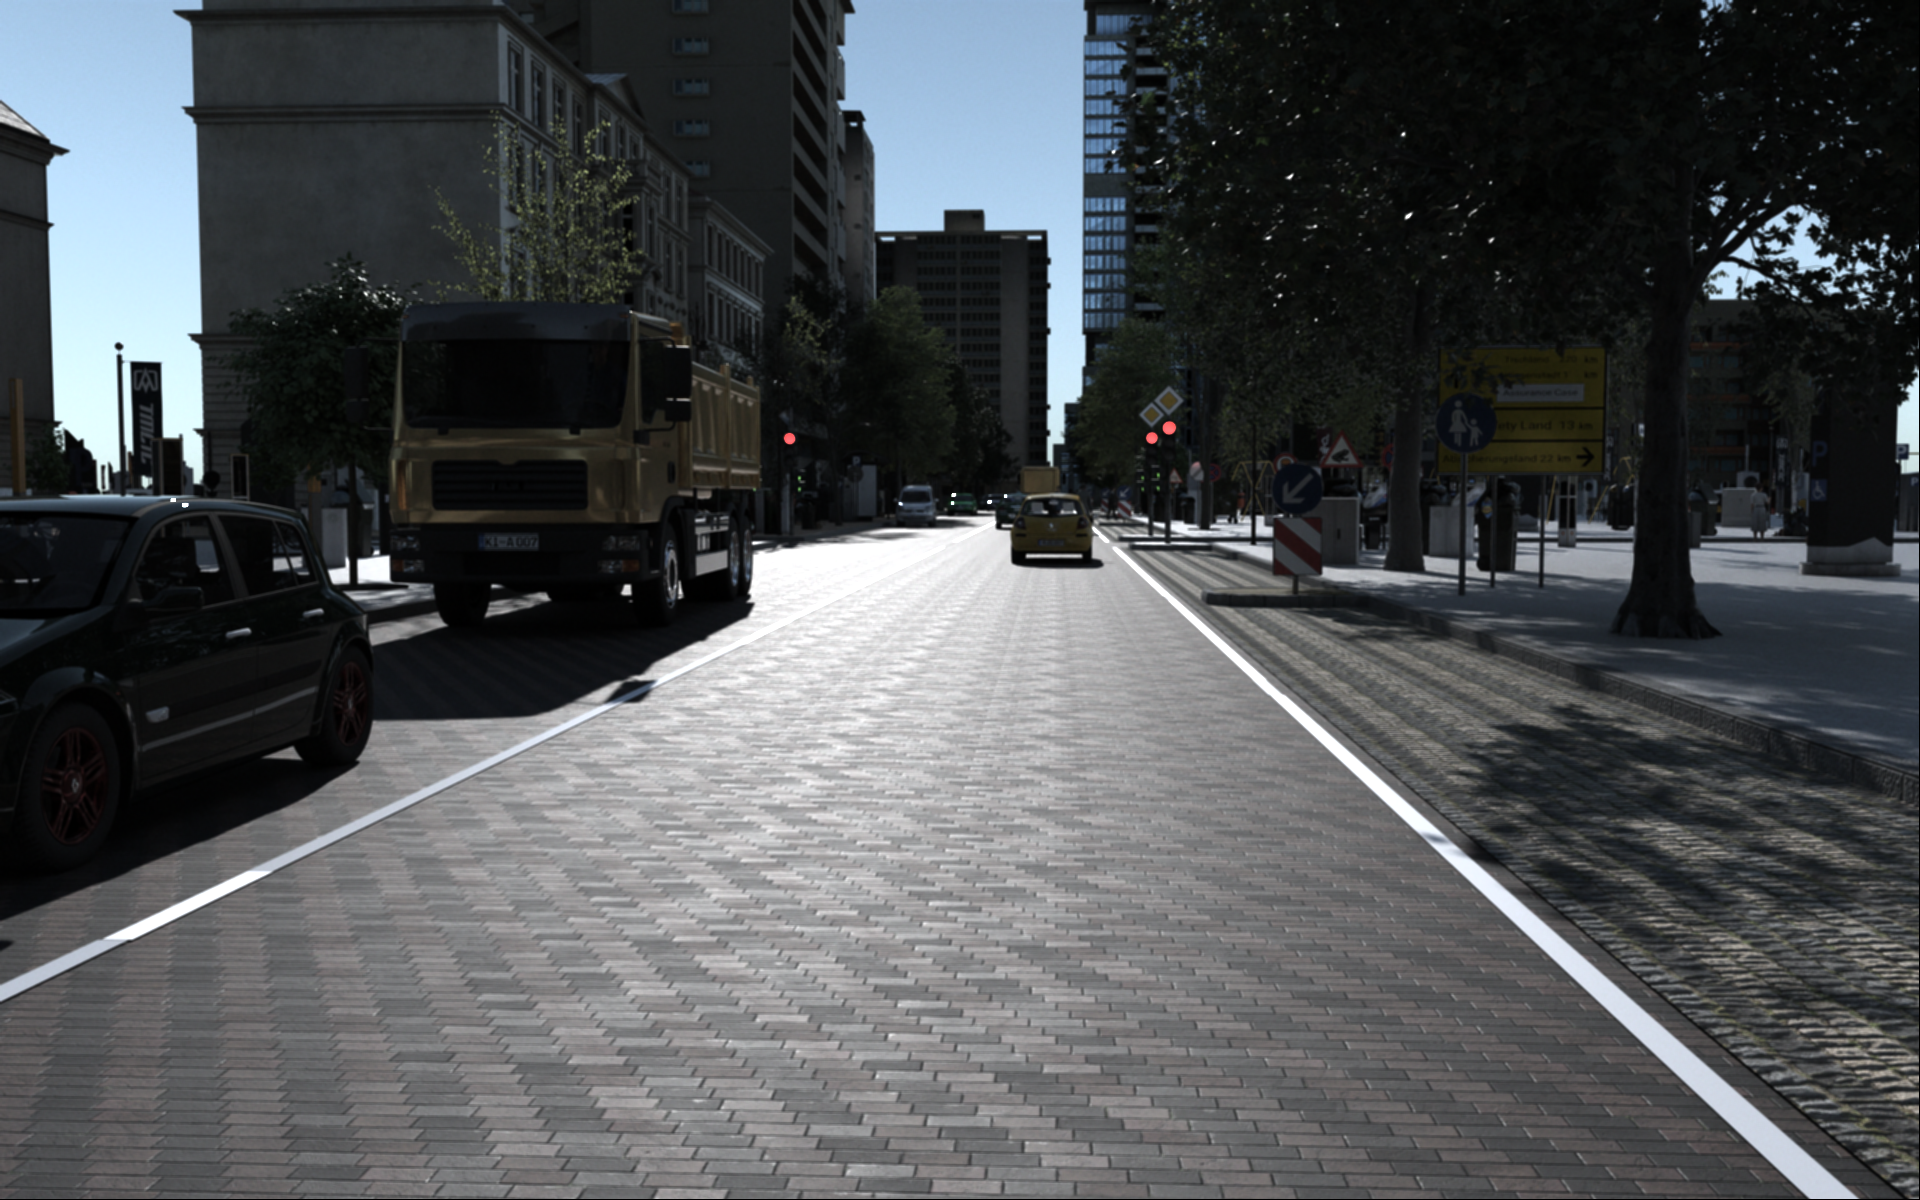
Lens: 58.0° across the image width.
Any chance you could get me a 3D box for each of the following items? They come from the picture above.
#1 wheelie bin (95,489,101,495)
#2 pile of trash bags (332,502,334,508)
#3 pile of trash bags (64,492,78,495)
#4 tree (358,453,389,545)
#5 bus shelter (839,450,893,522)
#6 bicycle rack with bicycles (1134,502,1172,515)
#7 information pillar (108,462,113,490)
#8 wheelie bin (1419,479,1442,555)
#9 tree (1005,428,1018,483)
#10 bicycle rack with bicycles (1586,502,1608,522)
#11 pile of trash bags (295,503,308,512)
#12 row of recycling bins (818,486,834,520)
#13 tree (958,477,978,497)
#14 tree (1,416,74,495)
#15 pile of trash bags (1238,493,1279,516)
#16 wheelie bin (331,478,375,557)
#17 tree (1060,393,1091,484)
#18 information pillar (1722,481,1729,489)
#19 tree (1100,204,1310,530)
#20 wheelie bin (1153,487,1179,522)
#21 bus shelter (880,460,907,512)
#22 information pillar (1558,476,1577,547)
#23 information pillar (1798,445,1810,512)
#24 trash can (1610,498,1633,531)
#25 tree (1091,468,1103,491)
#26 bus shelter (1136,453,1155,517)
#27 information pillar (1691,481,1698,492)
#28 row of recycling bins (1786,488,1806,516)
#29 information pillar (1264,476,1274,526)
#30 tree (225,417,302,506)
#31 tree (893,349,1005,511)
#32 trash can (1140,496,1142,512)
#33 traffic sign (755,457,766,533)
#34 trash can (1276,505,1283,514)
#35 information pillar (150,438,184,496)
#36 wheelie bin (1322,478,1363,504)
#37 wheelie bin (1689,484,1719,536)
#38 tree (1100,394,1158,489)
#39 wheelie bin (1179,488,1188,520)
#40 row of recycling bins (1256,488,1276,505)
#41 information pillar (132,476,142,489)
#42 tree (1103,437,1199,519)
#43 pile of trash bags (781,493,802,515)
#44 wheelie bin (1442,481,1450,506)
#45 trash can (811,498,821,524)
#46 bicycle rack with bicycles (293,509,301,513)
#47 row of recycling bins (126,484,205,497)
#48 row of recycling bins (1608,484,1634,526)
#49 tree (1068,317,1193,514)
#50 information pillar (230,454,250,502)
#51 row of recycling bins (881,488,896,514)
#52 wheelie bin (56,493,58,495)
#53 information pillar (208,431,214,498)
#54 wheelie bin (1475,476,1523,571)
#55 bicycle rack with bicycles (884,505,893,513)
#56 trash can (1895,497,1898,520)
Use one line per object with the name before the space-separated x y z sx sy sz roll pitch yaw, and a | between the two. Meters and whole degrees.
wheelie bin | -50.378 -5.682 100.811 0.980 1.594 0.693 1 4 10
pile of trash bags | -41.792 -6.604 117.731 3.447 1.369 1.912 1 4 9
pile of trash bags | -35.444 -3.539 67.609 3.447 1.369 1.912 2 4 33
tree | -14.322 -3.000 43.654 1.663 3.219 1.824 0 3 0
bus shelter | -4.461 -5.432 82.741 2.014 3.302 5.546 0 4 3
bicycle rack with bicycles | 12.284 -5.799 108.195 2.925 0.926 2.852 -1 4 -12
information pillar | -61.758 -8.233 125.957 0.183 3.616 0.504 0 4 -1
wheelie bin | 10.000 -1.862 38.358 0.693 1.594 0.980 -2 4 -25
tree | 0.091 -15.628 172.523 9.611 12.733 9.660 0 3 0
bicycle rack with bicycles | 30.322 -4.095 80.337 2.852 0.926 2.925 1 4 17
pile of trash bags | -43.406 -6.304 112.815 1.912 1.369 3.447 1 4 16
row of recycling bins | -6.268 -4.904 87.289 1.069 1.692 3.534 1 4 17
tree | 1.375 -14.354 185.045 4.360 8.622 3.978 0 3 0
tree | -22.419 -2.946 42.774 1.663 3.219 1.824 0 3 0
pile of trash bags | 17.571 -5.746 103.693 1.912 1.369 3.447 3 5 39
wheelie bin | -12.356 -1.671 35.224 0.693 1.594 0.980 0 4 4
tree | 16.330 -17.549 193.577 9.857 13.997 8.962 0 3 0
information pillar | 42.234 -5.574 95.620 0.304 2.012 0.304 2 4 27
tree | 8.755 -8.297 61.407 9.928 11.665 9.643 0 3 0
wheelie bin | 9.226 -4.332 78.739 0.980 1.594 0.693 -2 4 -23
bus shelter | -4.539 -8.049 122.884 1.731 3.624 6.357 0 4 3
information pillar | 14.652 -2.279 41.752 0.304 2.012 0.304 -2 4 -30
information pillar | 40.300 -5.591 82.772 0.504 3.616 0.183 0 4 7
trash can | 23.349 -3.028 61.155 0.748 1.137 0.748 0 3 0
tree | 14.298 -10.709 158.812 4.285 4.588 4.351 0 3 0
bus shelter | 11.278 -6.710 100.989 1.731 3.624 6.357 0 4 3
information pillar | 41.222 -5.672 97.237 0.304 2.012 0.304 1 4 21
row of recycling bins | 50.777 -5.833 102.485 3.534 1.692 1.069 3 5 41
information pillar | 12.246 -3.922 68.609 0.304 2.012 0.304 0 4 -4
tree | -14.299 -2.521 35.820 1.663 3.219 1.824 0 3 0
tree | -1.617 -13.310 134.633 9.611 12.733 9.660 0 3 0
trash can | 12.757 -6.817 123.109 0.748 1.137 0.748 0 3 0
traffic sign | -6.817 -3.507 57.445 0.768 2.556 0.104 1 4 11
trash can | 20.834 -6.160 112.373 0.748 1.137 0.748 0 3 0
information pillar | -10.442 -1.123 22.860 0.304 2.012 0.304 3 5 44
wheelie bin | 7.544 -1.618 34.355 0.980 1.594 0.693 -1 4 -13
wheelie bin | 22.884 -2.780 53.367 0.980 1.594 0.693 -2 4 -35
tree | 11.932 -10.327 119.208 4.737 8.622 4.395 0 3 0
wheelie bin | 10.789 -4.717 85.025 0.980 1.594 0.693 3 4 36
row of recycling bins | 22.143 -6.942 120.615 3.534 1.692 1.069 0 4 7
information pillar | -31.116 -3.733 65.520 0.304 2.012 0.304 -1 4 -15
tree | 10.567 -6.457 89.279 4.285 4.588 4.351 0 3 0
pile of trash bags | -9.346 -5.248 95.557 1.912 1.369 3.447 0 4 -3
wheelie bin | 12.173 -2.153 43.114 0.693 1.594 0.980 0 4 -4
trash can | -6.029 -3.634 71.063 0.748 1.137 0.748 0 3 0
bicycle rack with bicycles | -15.924 -1.653 40.417 2.925 0.926 2.852 -1 4 -10
row of recycling bins | -31.560 -3.779 68.903 1.069 1.692 3.534 2 4 32
row of recycling bins | 27.209 -3.814 69.476 1.069 1.692 3.534 -1 4 -10
tree | 11.280 -11.841 111.724 7.486 12.596 7.792 0 3 0
information pillar | -13.237 -1.675 31.878 0.304 2.012 0.304 -1 4 -21
row of recycling bins | -4.422 -6.455 112.659 3.534 1.692 1.069 -1 4 -16
wheelie bin | -47.755 -5.132 91.822 0.693 1.594 0.980 2 4 27
information pillar | -27.971 -4.486 64.696 0.183 3.616 0.504 -1 4 -15
wheelie bin | 9.052 -1.294 29.072 0.693 1.594 0.980 2 4 27
bicycle rack with bicycles | -5.411 -5.773 107.777 2.852 0.926 2.925 -3 5 -40
trash can | 47.888 -4.753 89.369 0.748 1.137 0.748 0 3 0
